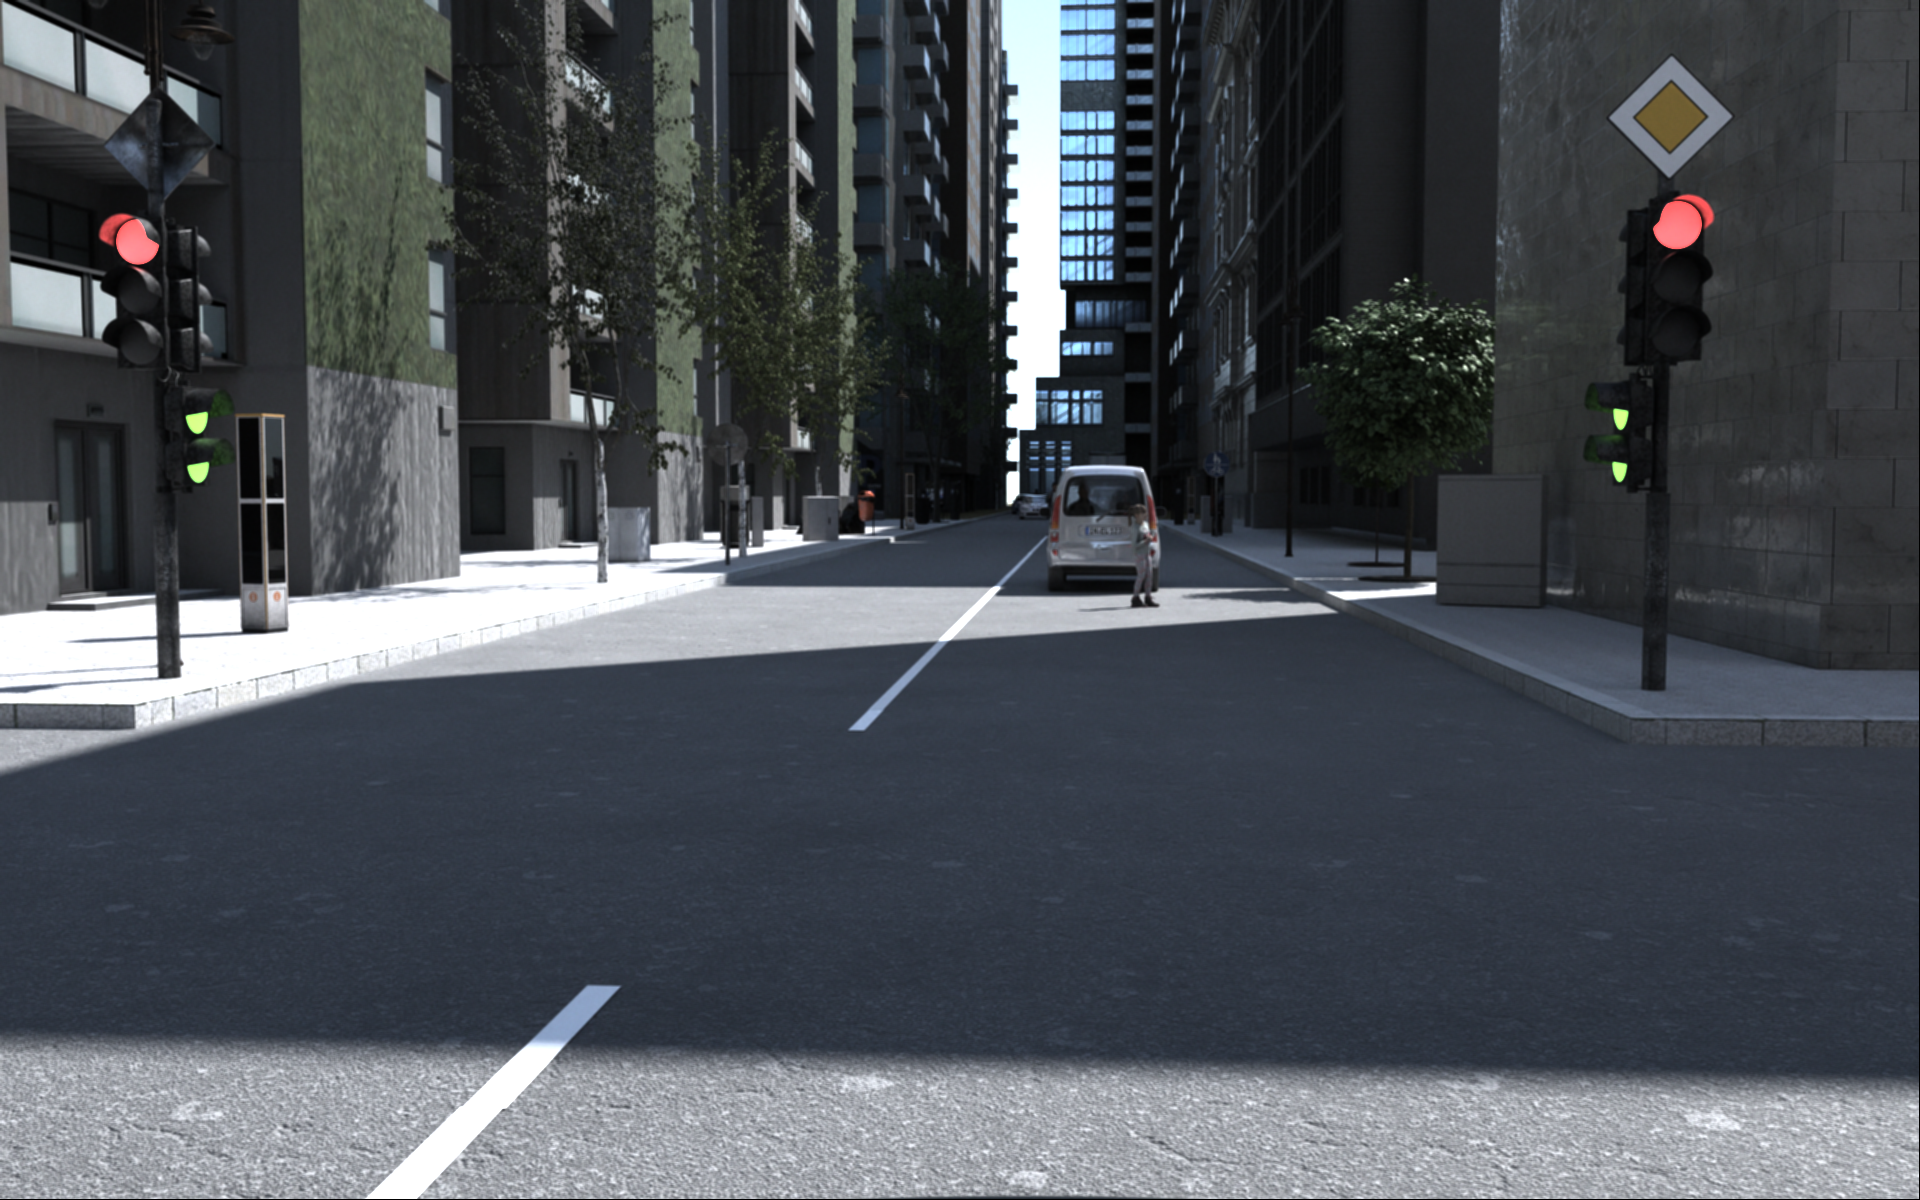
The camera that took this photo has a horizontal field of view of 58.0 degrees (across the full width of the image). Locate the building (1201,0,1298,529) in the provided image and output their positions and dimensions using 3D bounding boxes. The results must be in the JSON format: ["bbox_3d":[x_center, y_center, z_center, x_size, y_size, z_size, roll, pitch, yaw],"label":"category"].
[{"bbox_3d":[17.865,-17.516,73.780,14.401,28.519,23.554,0,4,4],"label":"building"}]

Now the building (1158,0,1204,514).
[{"bbox_3d":[25.729,-30.371,116.174,23.786,49.044,30.456,0,4,4],"label":"building"}]

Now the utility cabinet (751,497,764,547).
[{"bbox_3d":[-4.931,-1.901,42.239,0.306,1.237,1.020,0,4,-7],"label":"utility cabinet"}]

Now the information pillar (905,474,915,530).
[{"bbox_3d":[-1.800,-3.522,62.075,0.304,2.012,0.304,-1,4,-10],"label":"information pillar"}]

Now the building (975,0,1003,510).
[{"bbox_3d":[-6.982,-43.589,150.926,20.611,71.187,20.563,0,4,4],"label":"building"}]

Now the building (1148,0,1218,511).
[{"bbox_3d":[22.628,-29.893,138.865,14.600,45.320,14.200,0,4,4],"label":"building"}]

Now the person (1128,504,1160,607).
[{"bbox_3d":[2.334,-0.560,21.930,0.394,1.301,0.425,1,4,18],"label":"person"}]

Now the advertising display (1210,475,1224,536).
[{"bbox_3d":[7.900,-2.933,53.167,0.123,1.923,0.974,2,4,27],"label":"advertising display"}]

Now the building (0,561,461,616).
[{"bbox_3d":[-15.255,-20.533,19.316,14.154,41.232,14.086,0,4,4],"label":"building"}]

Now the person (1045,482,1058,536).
[{"bbox_3d":[3.183,-2.980,57.213,0.794,1.824,0.713,2,4,32],"label":"person"}]

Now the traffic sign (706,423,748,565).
[{"bbox_3d":[-4.195,-1.901,31.191,0.768,2.556,0.104,0,4,6],"label":"traffic sign"}]

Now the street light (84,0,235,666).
[{"bbox_3d":[-5.904,-2.446,12.772,0.468,5.910,1.993,0,4,4],"label":"street light"}]

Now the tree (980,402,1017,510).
[{"bbox_3d":[2.722,-11.366,136.200,4.360,8.622,3.978,0,3,0],"label":"tree"}]

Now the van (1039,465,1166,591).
[{"bbox_3d":[2.216,-1.216,26.900,2.013,2.044,4.112,0,4,4],"label":"van"}]

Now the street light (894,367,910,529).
[{"bbox_3d":[-2.131,-5.539,63.358,0.468,5.910,1.993,0,4,4],"label":"street light"}]

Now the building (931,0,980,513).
[{"bbox_3d":[-5.863,-29.045,124.998,14.600,45.320,14.200,0,4,4],"label":"building"}]

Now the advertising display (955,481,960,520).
[{"bbox_3d":[-0.121,-4.942,86.022,0.123,1.923,0.974,-1,4,-10],"label":"advertising display"}]

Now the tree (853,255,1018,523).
[{"bbox_3d":[-1.168,-9.247,76.938,9.928,11.665,9.643,0,3,0],"label":"tree"}]

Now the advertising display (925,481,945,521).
[{"bbox_3d":[-1.207,-4.810,83.858,0.974,1.923,0.123,1,4,21],"label":"advertising display"}]

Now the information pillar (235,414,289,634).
[{"bbox_3d":[-6.451,-0.705,16.019,0.304,2.012,0.304,1,4,19],"label":"information pillar"}]

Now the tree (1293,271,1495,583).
[{"bbox_3d":[6.588,-2.565,25.652,4.285,4.588,4.351,0,3,0],"label":"tree"}]

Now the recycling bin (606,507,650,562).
[{"bbox_3d":[-6.323,-1.240,32.836,0.722,1.027,0.722,1,4,9],"label":"recycling bin"}]

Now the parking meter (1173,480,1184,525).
[{"bbox_3d":[9.120,-4.070,72.253,0.399,1.863,0.255,1,4,18],"label":"parking meter"}]

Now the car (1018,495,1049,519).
[{"bbox_3d":[4.354,-5.336,99.608,2.083,1.381,4.827,0,4,3],"label":"car"}]

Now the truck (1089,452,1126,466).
[{"bbox_3d":[10.344,-8.082,121.059,2.839,4.237,11.283,0,4,5],"label":"truck"}]

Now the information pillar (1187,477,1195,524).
[{"bbox_3d":[9.783,-4.208,73.296,0.304,2.012,0.304,0,4,4],"label":"information pillar"}]

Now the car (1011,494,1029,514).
[{"bbox_3d":[4.664,-6.865,124.245,2.014,1.417,4.499,0,4,4],"label":"car"}]

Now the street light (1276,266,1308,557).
[{"bbox_3d":[6.746,-3.826,35.337,0.468,5.910,1.993,0,4,4],"label":"street light"}]

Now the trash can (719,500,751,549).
[{"bbox_3d":[-5.301,-1.789,40.907,0.748,1.137,0.748,0,3,0],"label":"trash can"}]

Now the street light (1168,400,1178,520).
[{"bbox_3d":[10.489,-6.888,85.407,0.468,5.910,1.993,0,4,4],"label":"street light"}]

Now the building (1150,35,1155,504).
[{"bbox_3d":[23.935,-28.713,153.048,14.154,41.232,14.086,0,4,4],"label":"building"}]

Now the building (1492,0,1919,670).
[{"bbox_3d":[15.041,-9.897,16.574,16.860,20.320,10.420,0,4,4],"label":"building"}]

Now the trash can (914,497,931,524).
[{"bbox_3d":[-1.594,-3.794,73.682,0.748,1.137,0.748,0,3,0],"label":"trash can"}]

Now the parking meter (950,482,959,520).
[{"bbox_3d":[-0.269,-4.864,85.245,0.255,1.863,0.399,-3,5,-42],"label":"parking meter"}]

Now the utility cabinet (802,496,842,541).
[{"bbox_3d":[-3.794,-2.207,47.248,1.020,1.237,0.306,-3,5,-39],"label":"utility cabinet"}]

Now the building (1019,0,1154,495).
[{"bbox_3d":[22.147,-53.033,179.765,31.000,86.520,22.319,0,4,4],"label":"building"}]

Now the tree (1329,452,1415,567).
[{"bbox_3d":[7.562,-2.218,30.870,1.663,3.219,1.824,0,3,0],"label":"tree"}]

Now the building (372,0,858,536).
[{"bbox_3d":[-11.686,-23.221,63.261,14.154,41.232,14.086,0,4,4],"label":"building"}]

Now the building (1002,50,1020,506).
[{"bbox_3d":[-8.904,-34.478,183.325,30.456,49.044,23.786,0,4,4],"label":"building"}]

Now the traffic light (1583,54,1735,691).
[{"bbox_3d":[4.531,-1.366,11.247,0.839,4.253,0.868,0,4,4],"label":"traffic light"}]

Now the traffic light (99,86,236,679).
[{"bbox_3d":[-5.504,-1.410,11.974,0.839,4.253,0.868,0,4,4],"label":"traffic light"}]

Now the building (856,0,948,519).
[{"bbox_3d":[-12.403,-29.530,102.425,23.786,49.044,30.456,0,4,4],"label":"building"}]

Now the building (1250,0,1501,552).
[{"bbox_3d":[16.594,-15.643,49.272,14.314,27.812,24.014,0,4,4],"label":"building"}]

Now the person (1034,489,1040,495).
[{"bbox_3d":[6.643,-8.725,150.785,1.348,1.869,0.705,3,4,38],"label":"person"}]

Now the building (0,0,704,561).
[{"bbox_3d":[-14.751,-21.883,41.383,14.154,41.232,14.086,0,4,4],"label":"building"}]

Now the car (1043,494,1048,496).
[{"bbox_3d":[7.099,-7.771,136.849,2.009,1.686,4.222,0,4,6],"label":"car"}]

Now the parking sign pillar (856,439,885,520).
[{"bbox_3d":[-4.445,-5.943,85.642,1.447,3.967,1.447,-2,4,-24],"label":"parking sign pillar"}]

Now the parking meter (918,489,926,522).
[{"bbox_3d":[-1.750,-4.368,79.833,0.372,1.533,0.369,0,3,0],"label":"parking meter"}]

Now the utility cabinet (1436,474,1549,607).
[{"bbox_3d":[6.073,-0.678,19.772,1.173,1.500,0.318,2,4,32],"label":"utility cabinet"}]

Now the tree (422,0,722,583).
[{"bbox_3d":[-5.243,-4.544,24.657,4.360,8.622,3.978,0,3,0],"label":"tree"}]

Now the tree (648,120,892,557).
[{"bbox_3d":[-4.188,-5.168,34.861,4.737,8.622,4.395,0,3,0],"label":"tree"}]

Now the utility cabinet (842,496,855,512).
[{"bbox_3d":[-3.900,-3.003,60.255,0.306,1.237,1.020,-1,4,-19],"label":"utility cabinet"}]

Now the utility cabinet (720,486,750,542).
[{"bbox_3d":[-6.004,-2.289,46.096,0.318,1.500,1.173,-2,4,-34],"label":"utility cabinet"}]

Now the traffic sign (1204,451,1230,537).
[{"bbox_3d":[7.664,-3.156,51.700,0.768,2.556,0.104,1,4,11],"label":"traffic sign"}]

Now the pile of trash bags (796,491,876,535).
[{"bbox_3d":[-3.708,-2.761,54.901,1.912,1.369,3.447,-3,4,-36],"label":"pile of trash bags"}]

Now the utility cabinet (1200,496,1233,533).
[{"bbox_3d":[8.470,-2.814,57.166,1.020,1.237,0.306,-1,4,-11],"label":"utility cabinet"}]
